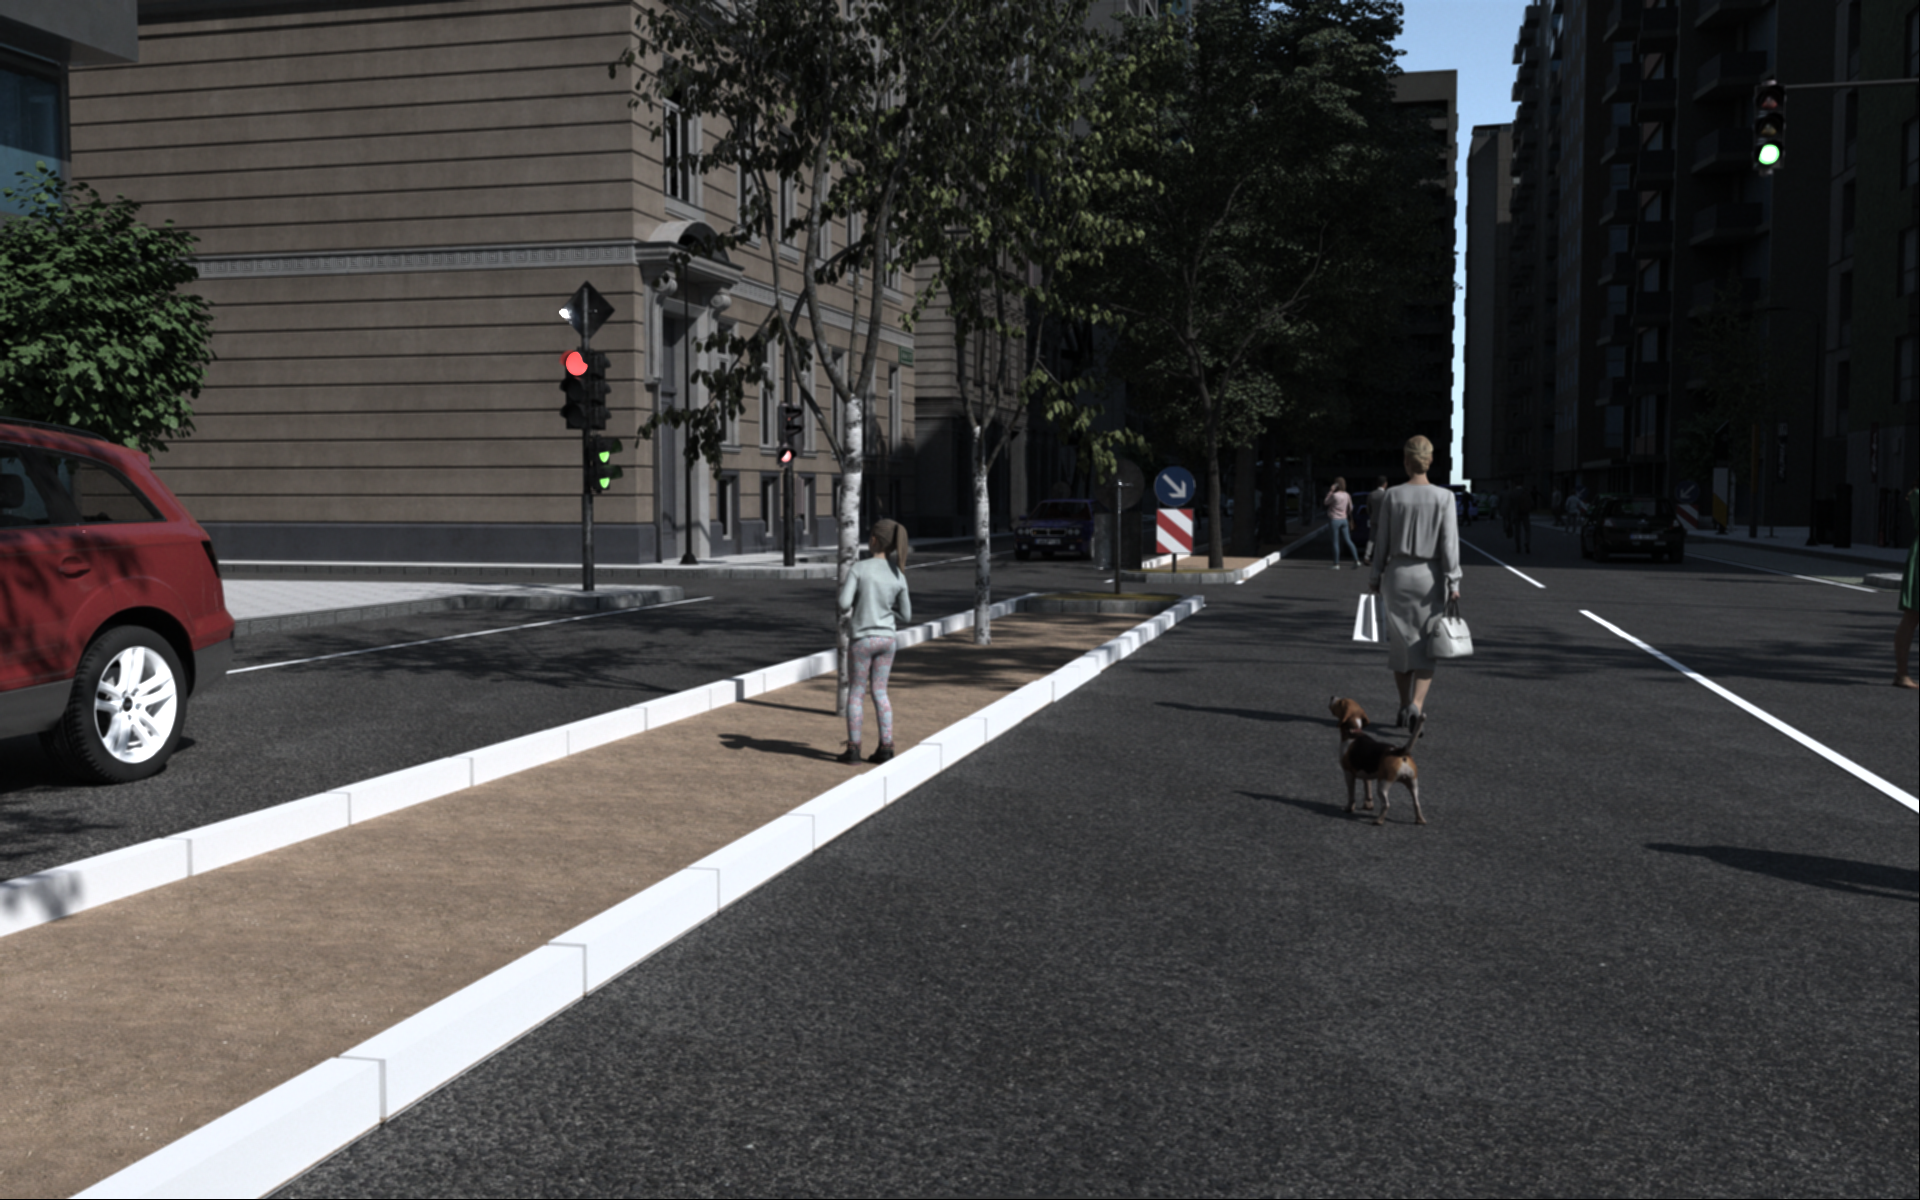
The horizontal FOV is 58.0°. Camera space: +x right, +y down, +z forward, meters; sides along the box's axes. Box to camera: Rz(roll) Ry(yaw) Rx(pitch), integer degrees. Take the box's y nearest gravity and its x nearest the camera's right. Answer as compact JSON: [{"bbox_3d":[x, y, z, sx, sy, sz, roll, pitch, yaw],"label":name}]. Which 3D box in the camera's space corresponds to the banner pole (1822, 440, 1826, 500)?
[{"bbox_3d":[32.351,-4.576,64.832,0.401,3.779,0.863,2,4,29],"label":"banner pole"}]

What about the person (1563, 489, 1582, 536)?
[{"bbox_3d":[21.170,-3.029,59.842,0.589,1.601,0.330,1,4,11],"label":"person"}]

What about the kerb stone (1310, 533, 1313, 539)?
[{"bbox_3d":[10.804,-1.931,53.767,0.120,0.150,1.000,1,4,14],"label":"kerb stone"}]

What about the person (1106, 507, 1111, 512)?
[{"bbox_3d":[6.604,-4.332,77.103,0.641,1.798,0.478,1,4,23],"label":"person"}]

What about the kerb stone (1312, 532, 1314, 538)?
[{"bbox_3d":[11.046,-1.992,54.760,0.120,0.150,1.000,1,4,14],"label":"kerb stone"}]

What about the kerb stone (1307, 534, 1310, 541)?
[{"bbox_3d":[10.313,-1.802,51.771,0.120,0.150,1.000,1,4,14],"label":"kerb stone"}]

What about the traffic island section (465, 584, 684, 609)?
[{"bbox_3d":[-4.946,-0.043,22.986,2.009,0.180,2.903,1,4,14],"label":"traffic island section"}]

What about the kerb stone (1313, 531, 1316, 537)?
[{"bbox_3d":[11.292,-2.053,55.763,0.120,0.150,1.000,1,4,14],"label":"kerb stone"}]

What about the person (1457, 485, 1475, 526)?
[{"bbox_3d":[22.419,-4.204,77.005,0.755,1.850,0.659,-1,4,-8],"label":"person"}]

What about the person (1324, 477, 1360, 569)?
[{"bbox_3d":[7.313,-1.464,33.029,0.593,1.750,0.643,-2,4,-32],"label":"person"}]

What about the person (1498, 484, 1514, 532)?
[{"bbox_3d":[20.522,-3.444,64.910,0.694,1.812,0.767,2,4,26],"label":"person"}]

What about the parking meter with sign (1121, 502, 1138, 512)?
[{"bbox_3d":[9.855,-6.479,102.188,0.543,3.016,1.738,3,4,38],"label":"parking meter with sign"}]

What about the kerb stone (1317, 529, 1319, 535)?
[{"bbox_3d":[12.019,-2.229,58.747,0.120,0.150,1.000,1,4,14],"label":"kerb stone"}]

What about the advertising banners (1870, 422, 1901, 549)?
[{"bbox_3d":[22.112,-2.768,41.442,0.090,3.025,2.074,1,4,10],"label":"advertising banners"}]

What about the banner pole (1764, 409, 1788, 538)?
[{"bbox_3d":[24.074,-3.728,50.970,0.401,3.779,0.863,-1,4,-9],"label":"banner pole"}]

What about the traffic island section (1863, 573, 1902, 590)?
[{"bbox_3d":[15.059,-0.248,26.330,2.009,0.180,2.903,1,4,14],"label":"traffic island section"}]

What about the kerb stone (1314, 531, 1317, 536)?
[{"bbox_3d":[11.535,-2.111,56.758,0.120,0.150,1.000,1,4,14],"label":"kerb stone"}]

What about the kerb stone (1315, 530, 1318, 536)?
[{"bbox_3d":[11.782,-2.175,57.752,0.120,0.150,1.000,1,4,14],"label":"kerb stone"}]

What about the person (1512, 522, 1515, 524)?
[{"bbox_3d":[26.211,-4.447,81.391,0.419,1.800,0.721,-1,4,-19],"label":"person"}]

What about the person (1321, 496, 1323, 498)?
[{"bbox_3d":[31.152,-8.426,147.088,1.217,1.723,0.721,0,4,2],"label":"person"}]

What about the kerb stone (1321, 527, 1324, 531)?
[{"bbox_3d":[12.999,-2.475,62.724,0.120,0.150,1.000,1,4,14],"label":"kerb stone"}]

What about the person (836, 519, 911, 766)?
[{"bbox_3d":[-0.482,0.224,9.124,0.394,1.301,0.425,3,5,44],"label":"person"}]

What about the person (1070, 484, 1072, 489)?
[{"bbox_3d":[5.938,-5.274,92.524,0.529,1.795,0.600,-2,4,-25],"label":"person"}]

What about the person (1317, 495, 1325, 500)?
[{"bbox_3d":[32.886,-9.028,156.628,1.217,1.766,0.721,2,4,33],"label":"person"}]

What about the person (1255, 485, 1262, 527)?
[{"bbox_3d":[12.826,-4.062,74.752,0.661,1.843,0.795,-2,4,-24],"label":"person"}]

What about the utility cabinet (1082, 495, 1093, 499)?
[{"bbox_3d":[6.935,-5.057,93.846,0.306,1.237,1.020,2,4,24],"label":"utility cabinet"}]

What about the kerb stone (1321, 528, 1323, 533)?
[{"bbox_3d":[12.756,-2.418,61.730,0.120,0.150,1.000,1,4,14],"label":"kerb stone"}]

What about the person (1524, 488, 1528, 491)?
[{"bbox_3d":[44.240,-7.898,135.898,0.721,1.743,1.217,3,4,37],"label":"person"}]

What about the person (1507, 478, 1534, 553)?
[{"bbox_3d":[13.592,-2.053,42.025,0.622,1.834,0.822,1,4,15],"label":"person"}]

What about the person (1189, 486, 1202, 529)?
[{"bbox_3d":[9.468,-3.762,70.402,0.661,1.777,0.834,-3,5,-44],"label":"person"}]

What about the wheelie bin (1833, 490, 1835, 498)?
[{"bbox_3d":[31.354,-3.277,61.485,0.693,1.594,0.980,1,4,21],"label":"wheelie bin"}]

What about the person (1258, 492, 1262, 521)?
[{"bbox_3d":[15.337,-4.896,88.773,0.699,1.804,1.509,3,5,40],"label":"person"}]

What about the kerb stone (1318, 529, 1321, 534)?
[{"bbox_3d":[12.268,-2.296,59.738,0.120,0.150,1.000,1,4,14],"label":"kerb stone"}]

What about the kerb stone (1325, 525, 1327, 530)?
[{"bbox_3d":[13.972,-2.719,66.708,0.120,0.150,1.000,1,4,14],"label":"kerb stone"}]

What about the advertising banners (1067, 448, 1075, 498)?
[{"bbox_3d":[4.244,-4.295,66.415,0.090,3.025,2.074,1,4,10],"label":"advertising banners"}]

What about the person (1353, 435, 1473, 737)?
[{"bbox_3d":[2.688,-0.093,10.371,0.694,1.780,0.624,3,4,38],"label":"person"}]

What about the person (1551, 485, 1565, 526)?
[{"bbox_3d":[26.234,-4.133,76.194,0.853,1.813,0.709,-2,4,-27],"label":"person"}]

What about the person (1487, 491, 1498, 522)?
[{"bbox_3d":[27.365,-4.801,88.815,0.589,1.601,0.330,1,4,18],"label":"person"}]

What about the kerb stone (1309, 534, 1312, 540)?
[{"bbox_3d":[10.563,-1.870,52.770,0.120,0.150,1.000,1,4,14],"label":"kerb stone"}]

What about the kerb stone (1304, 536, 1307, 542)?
[{"bbox_3d":[9.830,-1.683,49.776,0.120,0.150,1.000,1,4,14],"label":"kerb stone"}]

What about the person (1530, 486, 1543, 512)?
[{"bbox_3d":[41.096,-7.233,123.940,1.348,1.869,0.705,1,4,19],"label":"person"}]

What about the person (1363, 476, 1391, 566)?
[{"bbox_3d":[8.365,-1.578,34.579,0.850,1.792,0.678,-3,5,-40],"label":"person"}]

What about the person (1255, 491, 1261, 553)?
[{"bbox_3d":[6.955,-2.028,41.517,0.748,1.841,0.638,-1,4,-18],"label":"person"}]

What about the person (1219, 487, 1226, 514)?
[{"bbox_3d":[12.446,-4.519,82.648,0.793,1.790,0.793,0,4,-3],"label":"person"}]

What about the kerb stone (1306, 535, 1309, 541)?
[{"bbox_3d":[10.072,-1.741,50.770,0.120,0.150,1.000,1,4,14],"label":"kerb stone"}]

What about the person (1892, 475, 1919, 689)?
[{"bbox_3d":[7.152,-0.242,12.710,0.600,1.795,0.529,-2,4,-29],"label":"person"}]
